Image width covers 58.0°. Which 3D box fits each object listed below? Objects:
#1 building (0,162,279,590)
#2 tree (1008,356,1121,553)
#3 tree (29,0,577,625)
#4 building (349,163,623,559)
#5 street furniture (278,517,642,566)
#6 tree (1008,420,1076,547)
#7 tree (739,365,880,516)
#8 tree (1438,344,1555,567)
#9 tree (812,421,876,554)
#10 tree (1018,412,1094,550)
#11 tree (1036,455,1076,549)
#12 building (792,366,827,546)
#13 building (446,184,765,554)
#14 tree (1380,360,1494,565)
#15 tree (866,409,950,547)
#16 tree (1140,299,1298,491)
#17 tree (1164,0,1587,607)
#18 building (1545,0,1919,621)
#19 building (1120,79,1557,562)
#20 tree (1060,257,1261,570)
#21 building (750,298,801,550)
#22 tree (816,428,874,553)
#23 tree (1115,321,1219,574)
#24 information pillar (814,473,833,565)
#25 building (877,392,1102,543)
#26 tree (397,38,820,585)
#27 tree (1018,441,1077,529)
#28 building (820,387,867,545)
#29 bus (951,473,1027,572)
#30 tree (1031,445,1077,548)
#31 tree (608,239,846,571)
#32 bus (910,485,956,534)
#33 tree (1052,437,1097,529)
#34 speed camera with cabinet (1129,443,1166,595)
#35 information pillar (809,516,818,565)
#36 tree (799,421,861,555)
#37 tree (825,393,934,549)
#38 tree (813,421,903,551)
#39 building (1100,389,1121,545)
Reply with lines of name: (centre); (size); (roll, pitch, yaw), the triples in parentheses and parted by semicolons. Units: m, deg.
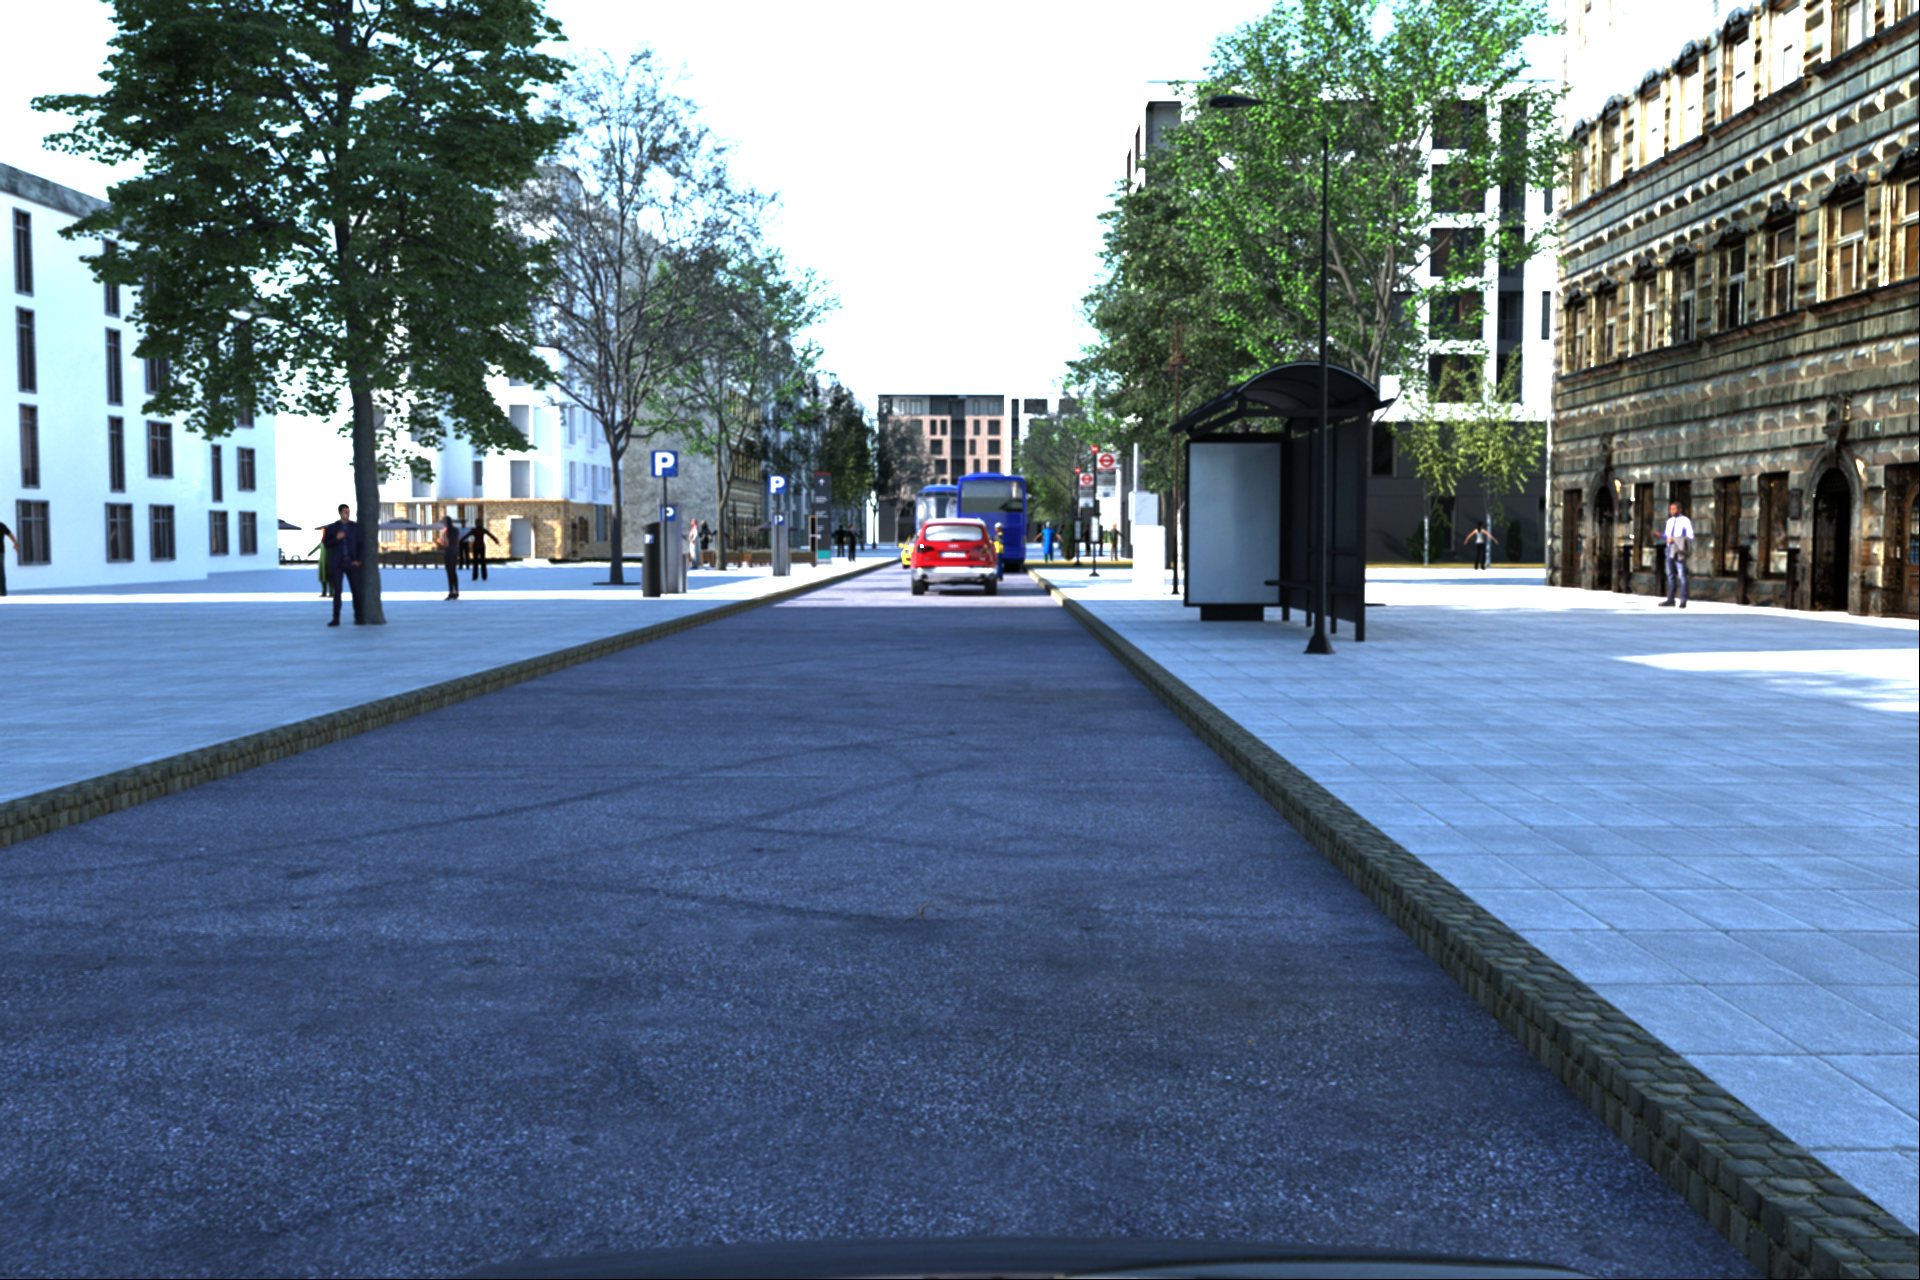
building: (-25.895, -6.554, 49.301); (9.099, 9.664, 28.070); (0, 4, 1)
tree: (7.849, -12.721, 118.359); (12.009, 13.543, 11.850); (0, 3, 0)
tree: (-8.683, -6.476, 24.002); (7.486, 12.596, 7.792); (0, 3, 0)
building: (-25.072, -14.274, 89.804); (16.016, 20.090, 11.380); (0, 3, 0)
street furniture: (-26.512, -4.301, 75.345); (27.439, 1.986, 14.083); (-1, 4, -13)
tree: (8.282, -15.513, 171.765); (7.486, 12.596, 7.792); (0, 3, 0)
tree: (-8.103, -9.712, 93.199); (8.767, 10.594, 7.601); (1, 4, 11)
tree: (20.568, -7.095, 66.370); (4.737, 8.622, 4.395); (0, 3, 0)
tree: (-7.440, -9.830, 111.086); (4.737, 8.622, 4.395); (0, 3, 0)
tree: (8.597, -13.344, 143.926); (9.928, 11.665, 9.643); (0, 3, 0)
tree: (8.679, -12.419, 153.412); (4.737, 8.622, 4.395); (0, 3, 0)
building: (-24.634, -19.799, 190.175); (16.747, 18.905, 31.486); (0, 4, 2)
building: (-23.810, -17.526, 117.471); (19.493, 23.208, 18.063); (0, 4, 1)
tree: (19.674, -7.435, 71.932); (4.737, 8.622, 4.395); (0, 3, 0)
tree: (-6.060, -15.803, 168.747); (12.009, 13.543, 11.850); (0, 3, 0)
tree: (11.051, -9.466, 72.901); (7.486, 12.596, 7.792); (0, 3, 0)
tree: (7.200, -6.420, 30.720); (9.928, 11.665, 9.643); (0, 3, 0)
building: (23.312, -12.311, 32.214); (19.493, 23.208, 18.063); (0, 4, 1)
building: (22.570, -15.329, 94.600); (27.936, 21.610, 32.646); (0, 4, 1)
tree: (7.465, -8.345, 62.190); (9.928, 11.665, 9.643); (0, 3, 0)
building: (-23.088, -16.880, 142.441); (16.747, 18.905, 31.486); (0, 4, 0)
tree: (-7.367, -10.173, 116.691); (4.360, 8.622, 3.978); (0, 3, 0)
tree: (7.129, -6.416, 55.260); (4.360, 8.622, 3.978); (0, 3, 0)
information pillar: (-5.799, -5.127, 73.198); (0.750, 3.857, 0.750); (0, 4, 1)
building: (4.044, -25.370, 261.232); (32.646, 21.610, 27.936); (0, 4, -2)
tree: (-8.632, -8.131, 43.320); (12.009, 13.543, 11.850); (0, 3, 0)
tree: (8.389, -13.931, 162.184); (8.767, 10.594, 7.601); (2, 4, 33)
building: (-21.458, -21.850, 223.706); (16.747, 18.905, 31.486); (0, 4, 1)
bus: (1.096, -4.717, 68.677); (2.896, 3.916, 12.251); (0, 4, 0)
tree: (8.286, -11.409, 136.904); (4.360, 8.622, 3.978); (0, 3, 0)
tree: (-8.147, -8.208, 59.953); (9.928, 11.665, 9.643); (0, 3, 0)
bus: (-0.894, -6.038, 90.270); (2.896, 3.916, 12.251); (0, 4, 1)
tree: (8.270, -10.934, 129.136); (4.360, 8.622, 3.978); (0, 3, 0)
speed camera with cabinet: (4.023, -2.615, 37.086); (0.660, 3.252, 2.038); (0, 4, 1)
information pillar: (-6.036, -4.096, 71.454); (0.304, 2.012, 0.304); (0, 4, 2)
tree: (-7.727, -9.451, 104.880); (4.360, 8.622, 3.978); (0, 3, 0)
tree: (-7.421, -14.623, 149.449); (12.009, 13.543, 11.850); (0, 3, 0)
tree: (-7.810, -12.128, 132.697); (7.601, 10.594, 8.767); (1, 4, 9)
building: (27.194, -21.549, 218.781); (16.747, 18.905, 31.486); (0, 4, 1)
